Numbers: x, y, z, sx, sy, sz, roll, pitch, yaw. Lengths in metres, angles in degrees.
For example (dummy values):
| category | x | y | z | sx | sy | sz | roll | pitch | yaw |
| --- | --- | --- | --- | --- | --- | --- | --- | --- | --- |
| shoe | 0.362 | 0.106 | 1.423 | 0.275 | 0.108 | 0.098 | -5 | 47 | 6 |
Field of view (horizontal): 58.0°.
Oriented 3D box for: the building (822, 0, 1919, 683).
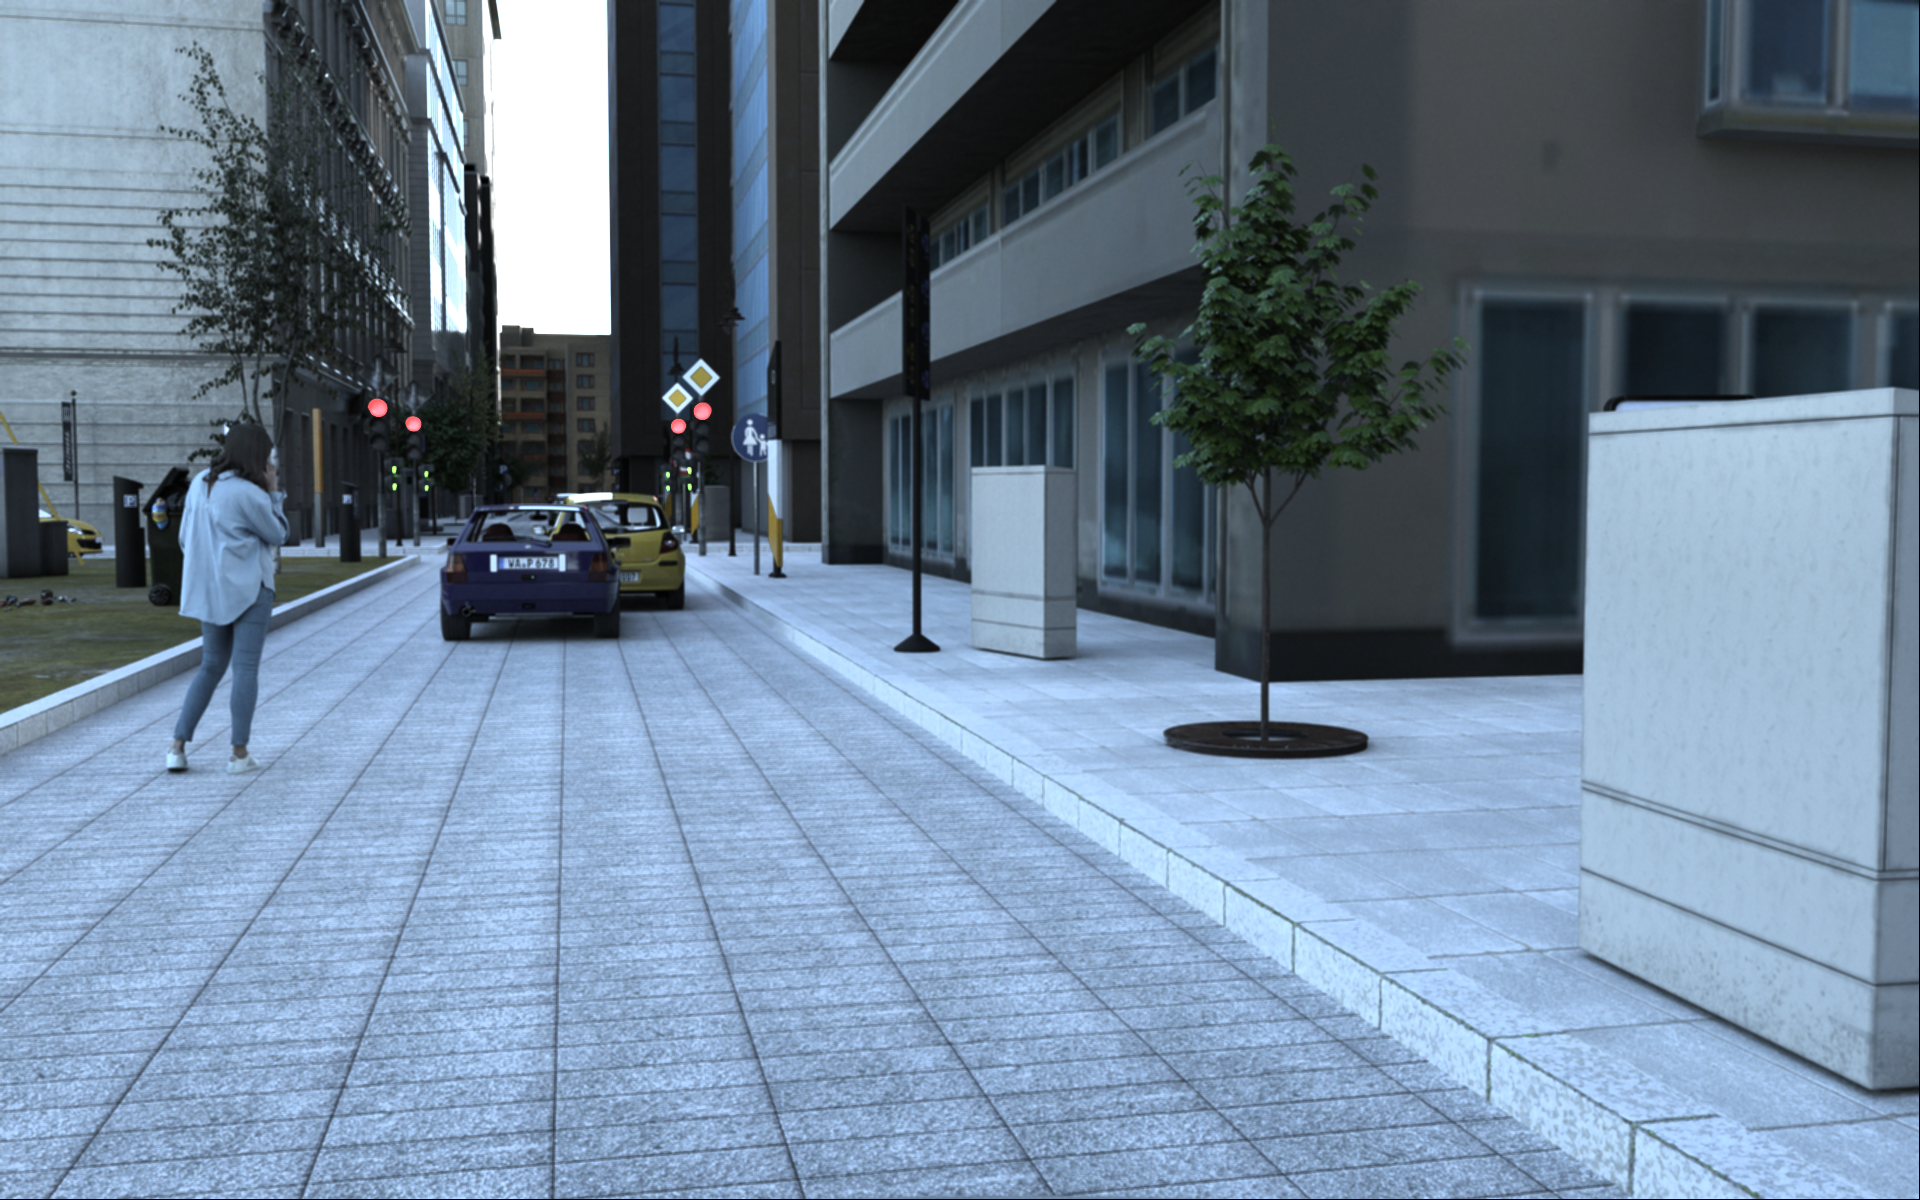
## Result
| category | x | y | z | sx | sy | sz | roll | pitch | yaw |
| --- | --- | --- | --- | --- | --- | --- | --- | --- | --- |
| building | 10.127 | -24.413 | 22.859 | 21.300 | 48.544 | 21.600 | -1 | 4 | -13 |

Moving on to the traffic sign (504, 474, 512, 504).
| category | x | y | z | sx | sy | sz | roll | pitch | yaw |
| --- | --- | --- | --- | --- | --- | --- | --- | --- | --- |
| traffic sign | -29.075 | -6.782 | 110.993 | 0.768 | 2.556 | 0.104 | -1 | 4 | -11 |

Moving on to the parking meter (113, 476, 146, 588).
| category | x | y | z | sx | sy | sz | roll | pitch | yaw |
| --- | --- | --- | --- | --- | --- | --- | --- | --- | --- |
| parking meter | -11.431 | -0.944 | 23.848 | 0.372 | 1.533 | 0.369 | 0 | 3 | 0 |

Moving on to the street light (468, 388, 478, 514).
| category | x | y | z | sx | sy | sz | roll | pitch | yaw |
| --- | --- | --- | --- | --- | --- | --- | --- | --- | --- |
| street light | -21.280 | -6.286 | 75.558 | 0.468 | 5.910 | 1.993 | -1 | 4 | -13 |

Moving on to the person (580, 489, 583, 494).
| category | x | y | z | sx | sy | sz | roll | pitch | yaw |
| --- | --- | --- | --- | --- | --- | --- | --- | --- | --- |
| person | -29.770 | -7.813 | 136.174 | 0.705 | 1.831 | 1.348 | -1 | 4 | -21 |

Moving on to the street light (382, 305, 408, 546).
| category | x | y | z | sx | sy | sz | roll | pitch | yaw |
| --- | --- | --- | --- | --- | --- | --- | --- | --- | --- |
| street light | -13.799 | -4.261 | 42.452 | 0.468 | 5.910 | 1.993 | -1 | 4 | -13 |

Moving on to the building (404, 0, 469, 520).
| category | x | y | z | sx | sy | sz | roll | pitch | yaw |
| --- | --- | --- | --- | --- | --- | --- | --- | --- | --- |
| building | -34.702 | -19.655 | 98.859 | 11.434 | 29.767 | 29.804 | -1 | 4 | -13 |

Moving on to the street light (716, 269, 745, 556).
| category | x | y | z | sx | sy | sz | roll | pitch | yaw |
| --- | --- | --- | --- | --- | --- | --- | --- | --- | --- |
| street light | -4.715 | -3.848 | 35.704 | 0.468 | 5.910 | 1.993 | -1 | 4 | -13 |

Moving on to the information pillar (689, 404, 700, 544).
| category | x | y | z | sx | sy | sz | roll | pitch | yaw |
| --- | --- | --- | --- | --- | --- | --- | --- | --- | --- |
| information pillar | -6.834 | -3.270 | 44.815 | 0.183 | 3.616 | 0.504 | -2 | 4 | -35 |

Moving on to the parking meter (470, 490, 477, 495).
| category | x | y | z | sx | sy | sz | roll | pitch | yaw |
| --- | --- | --- | --- | --- | --- | --- | --- | --- | --- |
| parking meter | -27.197 | -5.414 | 96.936 | 0.372 | 1.533 | 0.369 | 0 | 3 | 0 |

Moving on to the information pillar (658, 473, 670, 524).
| category | x | y | z | sx | sy | sz | roll | pitch | yaw |
| --- | --- | --- | --- | --- | --- | --- | --- | --- | --- |
| information pillar | -10.382 | -3.445 | 60.818 | 0.304 | 2.012 | 0.304 | -2 | 4 | -32 |

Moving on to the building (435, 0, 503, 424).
| category | x | y | z | sx | sy | sz | roll | pitch | yaw |
| --- | --- | --- | --- | --- | --- | --- | --- | --- | --- |
| building | -59.121 | -35.491 | 169.518 | 27.495 | 52.752 | 28.713 | -1 | 4 | -13 |

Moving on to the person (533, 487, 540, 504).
| category | x | y | z | sx | sy | sz | roll | pitch | yaw |
| --- | --- | --- | --- | --- | --- | --- | --- | --- | --- |
| person | -23.748 | -5.428 | 97.258 | 0.388 | 1.821 | 0.555 | 0 | 4 | -8 |

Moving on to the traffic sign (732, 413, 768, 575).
| category | x | y | z | sx | sy | sz | roll | pitch | yaw |
| --- | --- | --- | --- | --- | --- | --- | --- | --- | --- |
| traffic sign | -3.223 | -1.671 | 27.425 | 0.768 | 2.556 | 0.104 | 0 | 4 | -7 |

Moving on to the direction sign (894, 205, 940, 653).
| category | x | y | z | sx | sy | sz | roll | pitch | yaw |
| --- | --- | --- | --- | --- | --- | --- | --- | --- | --- |
| direction sign | -0.352 | -1.351 | 14.083 | 0.379 | 3.537 | 0.876 | 1 | 4 | 11 |

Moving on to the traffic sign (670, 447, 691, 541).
| category | x | y | z | sx | sy | sz | roll | pitch | yaw |
| --- | --- | --- | --- | --- | --- | --- | --- | --- | --- |
| traffic sign | -7.499 | -2.878 | 47.162 | 0.768 | 2.556 | 0.104 | 0 | 4 | -7 |

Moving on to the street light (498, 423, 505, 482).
| category | x | y | z | sx | sy | sz | roll | pitch | yaw |
| --- | --- | --- | --- | --- | --- | --- | --- | --- | --- |
| street light | -28.680 | -8.296 | 108.421 | 0.468 | 5.910 | 1.993 | -1 | 4 | -13 |

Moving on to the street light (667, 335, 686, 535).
| category | x | y | z | sx | sy | sz | roll | pitch | yaw |
| --- | --- | --- | --- | --- | --- | --- | --- | --- | --- |
| street light | -8.255 | -4.751 | 50.468 | 0.468 | 5.910 | 1.993 | -1 | 4 | -13 |

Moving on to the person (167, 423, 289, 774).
| category | x | y | z | sx | sy | sz | roll | pitch | yaw |
| --- | --- | --- | --- | --- | --- | --- | --- | --- | --- |
| person | -3.783 | -0.008 | 8.903 | 0.793 | 1.790 | 0.793 | -1 | 4 | -10 |

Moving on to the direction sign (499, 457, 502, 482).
| category | x | y | z | sx | sy | sz | roll | pitch | yaw |
| --- | --- | --- | --- | --- | --- | --- | --- | --- | --- |
| direction sign | -28.190 | -6.992 | 106.311 | 0.379 | 3.537 | 0.876 | -1 | 4 | -23 |

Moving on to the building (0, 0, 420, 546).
| category | x | y | z | sx | sy | sz | roll | pitch | yaw |
| --- | --- | --- | --- | --- | --- | --- | --- | --- | --- |
| building | -29.741 | -17.476 | 62.147 | 17.030 | 29.872 | 44.131 | -1 | 4 | -13 |

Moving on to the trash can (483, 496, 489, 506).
| category | x | y | z | sx | sy | sz | roll | pitch | yaw |
| --- | --- | --- | --- | --- | --- | --- | --- | --- | --- |
| trash can | -29.808 | -5.905 | 108.207 | 0.748 | 1.137 | 0.748 | 0 | 3 | 0 |

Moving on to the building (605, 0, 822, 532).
| category | x | y | z | sx | sy | sz | roll | pitch | yaw |
| --- | --- | --- | --- | --- | --- | --- | --- | --- | --- |
| building | -7.193 | -25.703 | 70.353 | 14.600 | 45.320 | 14.200 | -1 | 4 | -13 |

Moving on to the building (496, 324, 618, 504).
| category | x | y | z | sx | sy | sz | roll | pitch | yaw |
| --- | --- | --- | --- | --- | --- | --- | --- | --- | --- |
| building | -53.713 | -22.425 | 211.685 | 28.899 | 21.520 | 27.650 | -1 | 4 | -13 |

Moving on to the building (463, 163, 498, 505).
| category | x | y | z | sx | sy | sz | roll | pitch | yaw |
| --- | --- | --- | --- | --- | --- | --- | --- | --- | --- |
| building | -47.672 | -23.108 | 149.515 | 14.160 | 30.474 | 14.107 | -1 | 4 | -13 |

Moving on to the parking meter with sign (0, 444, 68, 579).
| category | x | y | z | sx | sy | sz | roll | pitch | yaw |
| --- | --- | --- | --- | --- | --- | --- | --- | --- | --- |
| parking meter with sign | -14.485 | -1.849 | 26.499 | 0.543 | 3.016 | 1.738 | 1 | 4 | 15 |

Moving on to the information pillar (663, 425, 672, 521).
| category | x | y | z | sx | sy | sz | roll | pitch | yaw |
| --- | --- | --- | --- | --- | --- | --- | --- | --- | --- |
| information pillar | -9.877 | -4.106 | 58.492 | 0.183 | 3.616 | 0.504 | -2 | 4 | -32 |

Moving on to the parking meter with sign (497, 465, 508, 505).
| category | x | y | z | sx | sy | sz | roll | pitch | yaw |
| --- | --- | --- | --- | --- | --- | --- | --- | --- | --- |
| parking meter with sign | -27.605 | -6.614 | 104.396 | 0.543 | 3.016 | 1.738 | -1 | 4 | -22 |

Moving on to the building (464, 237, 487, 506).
| category | x | y | z | sx | sy | sz | roll | pitch | yaw |
| --- | --- | --- | --- | --- | --- | --- | --- | --- | --- |
| building | -49.642 | -17.214 | 126.484 | 27.650 | 21.520 | 28.899 | -1 | 4 | -13 |

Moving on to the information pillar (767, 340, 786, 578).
| category | x | y | z | sx | sy | sz | roll | pitch | yaw |
| --- | --- | --- | --- | --- | --- | --- | --- | --- | --- |
| information pillar | -2.841 | -2.156 | 26.606 | 0.183 | 3.616 | 0.504 | -1 | 4 | -23 |

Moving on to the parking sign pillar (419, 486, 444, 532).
| category | x | y | z | sx | sy | sz | roll | pitch | yaw |
| --- | --- | --- | --- | --- | --- | --- | --- | --- | --- |
| parking sign pillar | -18.308 | -4.299 | 58.769 | 1.447 | 3.967 | 1.447 | -1 | 4 | -21 |

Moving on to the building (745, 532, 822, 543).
| category | x | y | z | sx | sy | sz | roll | pitch | yaw |
| --- | --- | --- | --- | --- | --- | --- | --- | --- | --- |
| building | 0.697 | -24.574 | 51.900 | 14.200 | 45.320 | 14.600 | -1 | 4 | -13 |

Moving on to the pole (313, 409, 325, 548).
| category | x | y | z | sx | sy | sz | roll | pitch | yaw |
| --- | --- | --- | --- | --- | --- | --- | --- | --- | --- |
| pole | -15.325 | -2.908 | 41.382 | 0.158 | 3.312 | 0.155 | 0 | 3 | 0 |

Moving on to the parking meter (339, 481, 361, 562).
| category | x | y | z | sx | sy | sz | roll | pitch | yaw |
| --- | --- | --- | --- | --- | --- | --- | --- | --- | --- |
| parking meter | -11.552 | -1.491 | 32.788 | 0.372 | 1.533 | 0.369 | 0 | 3 | 0 |
